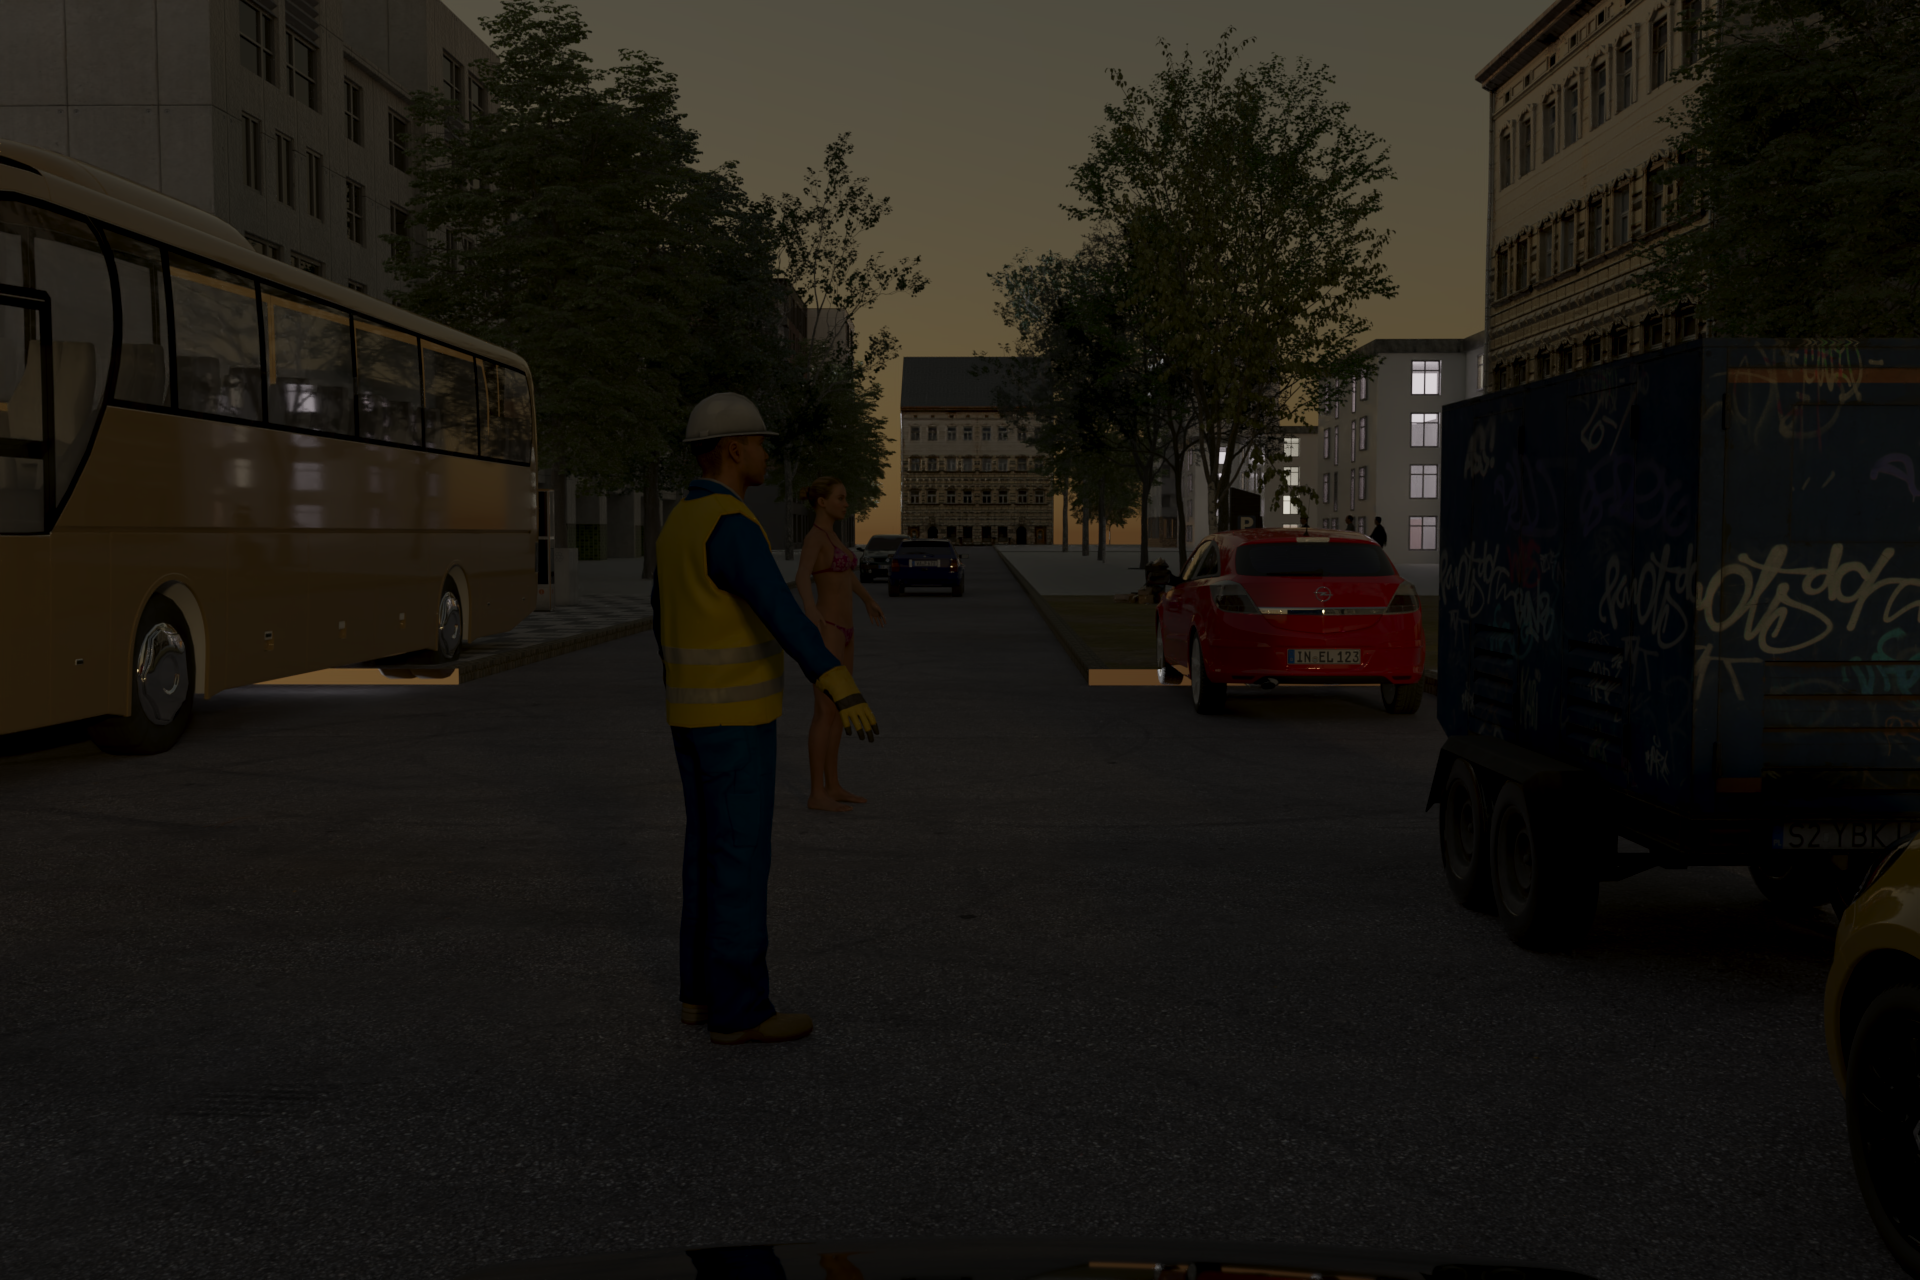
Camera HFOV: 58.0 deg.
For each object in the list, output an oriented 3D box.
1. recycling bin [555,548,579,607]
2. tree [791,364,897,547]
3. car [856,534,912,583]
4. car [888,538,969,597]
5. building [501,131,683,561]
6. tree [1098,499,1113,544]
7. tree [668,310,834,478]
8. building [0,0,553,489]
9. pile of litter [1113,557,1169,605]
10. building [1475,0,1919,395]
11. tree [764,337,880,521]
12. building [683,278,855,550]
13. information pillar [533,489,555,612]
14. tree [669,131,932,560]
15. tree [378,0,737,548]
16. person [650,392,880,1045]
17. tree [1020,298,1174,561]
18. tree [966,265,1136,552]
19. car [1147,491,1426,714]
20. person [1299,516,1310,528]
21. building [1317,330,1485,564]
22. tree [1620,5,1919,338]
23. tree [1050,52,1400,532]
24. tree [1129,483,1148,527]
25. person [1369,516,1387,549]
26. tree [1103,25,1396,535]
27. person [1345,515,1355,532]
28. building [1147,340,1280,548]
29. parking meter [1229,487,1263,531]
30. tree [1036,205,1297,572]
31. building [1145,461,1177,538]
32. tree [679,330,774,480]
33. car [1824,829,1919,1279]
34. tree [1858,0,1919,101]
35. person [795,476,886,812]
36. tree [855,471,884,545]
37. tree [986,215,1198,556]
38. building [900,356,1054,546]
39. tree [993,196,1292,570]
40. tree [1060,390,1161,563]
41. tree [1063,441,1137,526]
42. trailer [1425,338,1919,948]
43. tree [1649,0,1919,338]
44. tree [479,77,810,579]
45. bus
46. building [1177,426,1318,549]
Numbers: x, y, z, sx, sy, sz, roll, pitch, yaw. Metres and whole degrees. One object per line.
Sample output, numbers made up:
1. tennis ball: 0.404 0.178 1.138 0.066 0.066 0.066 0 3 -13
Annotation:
1. recycling bin: -7.257 -1.125 30.950 0.722 1.027 0.722 0 4 2
2. tree: -7.937 -12.080 115.630 7.486 12.596 7.792 0 3 0
3. car: -2.085 -2.596 52.230 2.009 1.686 4.222 0 4 0
4. car: -0.765 -1.735 40.942 1.945 1.354 3.894 0 4 1
5. building: -25.745 -13.806 92.179 16.747 18.905 31.486 0 4 0
6. tree: 18.753 -16.114 213.819 4.360 8.622 3.978 0 3 0
7. tree: -8.707 -8.266 69.567 8.767 10.594 7.601 1 4 19
8. building: -25.572 -11.623 56.497 16.747 18.905 31.486 0 4 1
9. pile of litter: 3.433 -1.118 32.237 1.176 0.858 1.719 0 4 1
10. building: 26.615 -13.293 48.266 19.493 23.208 18.063 0 4 1
11. tree: -8.318 -11.167 100.715 7.486 12.596 7.792 0 3 0
12. building: -24.283 -19.002 154.661 27.936 21.610 32.646 0 3 0
13. information pillar: -6.857 -1.468 28.500 0.304 2.012 0.304 0 4 2
14. tree: -7.771 -13.871 82.679 12.611 20.169 13.585 0 3 0
15. tree: -8.778 -7.310 37.650 7.486 12.596 7.792 0 3 0
16. person: -0.642 0.210 4.989 0.705 1.833 1.349 -2 4 -30
17. tree: 6.594 -10.148 84.050 7.486 12.596 7.792 0 3 0
18. tree: 6.823 -16.283 122.108 12.611 20.169 13.585 0 3 0
19. car: 2.775 -0.380 15.256 2.155 1.783 4.494 0 4 1
20. person: 9.467 -2.561 47.810 0.705 1.837 1.347 -1 4 -9
21. building: 22.387 -8.102 74.609 9.099 9.664 28.070 0 4 1
22. tree: 17.258 -6.675 34.890 9.928 11.665 9.643 0 3 0
23. tree: 5.856 -6.908 38.695 9.928 11.665 9.643 0 3 0
24. tree: 23.291 -16.116 213.852 4.360 8.622 3.978 0 3 0
25. person: 12.520 -2.806 52.008 0.704 1.812 1.346 3 5 41
26. tree: 3.914 -4.604 25.637 4.737 8.622 4.395 0 3 0
27. person: 10.554 -2.495 47.069 0.705 1.796 1.348 2 4 24
28. building: 24.159 -19.541 175.920 16.016 20.090 11.380 0 4 1
29. parking meter: 3.574 -0.975 21.657 0.399 1.863 0.255 0 4 1
30. tree: 6.122 -7.027 49.307 7.601 10.594 8.767 2 4 25
31. building: 25.615 -20.582 192.943 16.016 20.090 11.380 0 4 1
32. tree: -9.346 -6.815 61.794 4.360 8.622 3.978 0 3 0
33. car: 2.634 0.498 2.088 2.015 1.641 3.980 0 4 1
34. tree: 8.424 -6.061 9.460 12.009 13.543 11.850 0 3 0
35. person: -0.607 0.011 9.075 0.721 1.733 1.217 1 4 13
36. tree: -13.164 -17.339 209.255 9.928 11.665 9.643 0 3 0
37. tree: 8.179 -14.947 100.279 12.611 20.169 13.585 0 3 0
38. building: 2.100 -23.225 213.110 18.063 23.208 19.493 0 4 0
39. tree: 6.705 -9.307 62.532 12.009 13.543 11.850 0 3 0
40. tree: 6.610 -7.698 76.226 4.737 8.622 4.395 0 3 0
41. tree: 17.052 -18.353 206.729 9.857 13.997 8.962 0 3 0
42. trailer: 2.622 0.002 7.024 1.471 1.999 3.904 0 4 0
43. tree: 13.604 -6.498 24.370 7.486 12.596 7.792 0 3 0
44. tree: -8.714 -8.716 49.156 9.857 13.997 8.962 0 3 0
45. bus: -6.319 -1.400 14.441 2.896 3.916 12.252 0 4 1
46. building: 24.551 -12.614 148.388 9.099 9.664 28.070 0 4 1
